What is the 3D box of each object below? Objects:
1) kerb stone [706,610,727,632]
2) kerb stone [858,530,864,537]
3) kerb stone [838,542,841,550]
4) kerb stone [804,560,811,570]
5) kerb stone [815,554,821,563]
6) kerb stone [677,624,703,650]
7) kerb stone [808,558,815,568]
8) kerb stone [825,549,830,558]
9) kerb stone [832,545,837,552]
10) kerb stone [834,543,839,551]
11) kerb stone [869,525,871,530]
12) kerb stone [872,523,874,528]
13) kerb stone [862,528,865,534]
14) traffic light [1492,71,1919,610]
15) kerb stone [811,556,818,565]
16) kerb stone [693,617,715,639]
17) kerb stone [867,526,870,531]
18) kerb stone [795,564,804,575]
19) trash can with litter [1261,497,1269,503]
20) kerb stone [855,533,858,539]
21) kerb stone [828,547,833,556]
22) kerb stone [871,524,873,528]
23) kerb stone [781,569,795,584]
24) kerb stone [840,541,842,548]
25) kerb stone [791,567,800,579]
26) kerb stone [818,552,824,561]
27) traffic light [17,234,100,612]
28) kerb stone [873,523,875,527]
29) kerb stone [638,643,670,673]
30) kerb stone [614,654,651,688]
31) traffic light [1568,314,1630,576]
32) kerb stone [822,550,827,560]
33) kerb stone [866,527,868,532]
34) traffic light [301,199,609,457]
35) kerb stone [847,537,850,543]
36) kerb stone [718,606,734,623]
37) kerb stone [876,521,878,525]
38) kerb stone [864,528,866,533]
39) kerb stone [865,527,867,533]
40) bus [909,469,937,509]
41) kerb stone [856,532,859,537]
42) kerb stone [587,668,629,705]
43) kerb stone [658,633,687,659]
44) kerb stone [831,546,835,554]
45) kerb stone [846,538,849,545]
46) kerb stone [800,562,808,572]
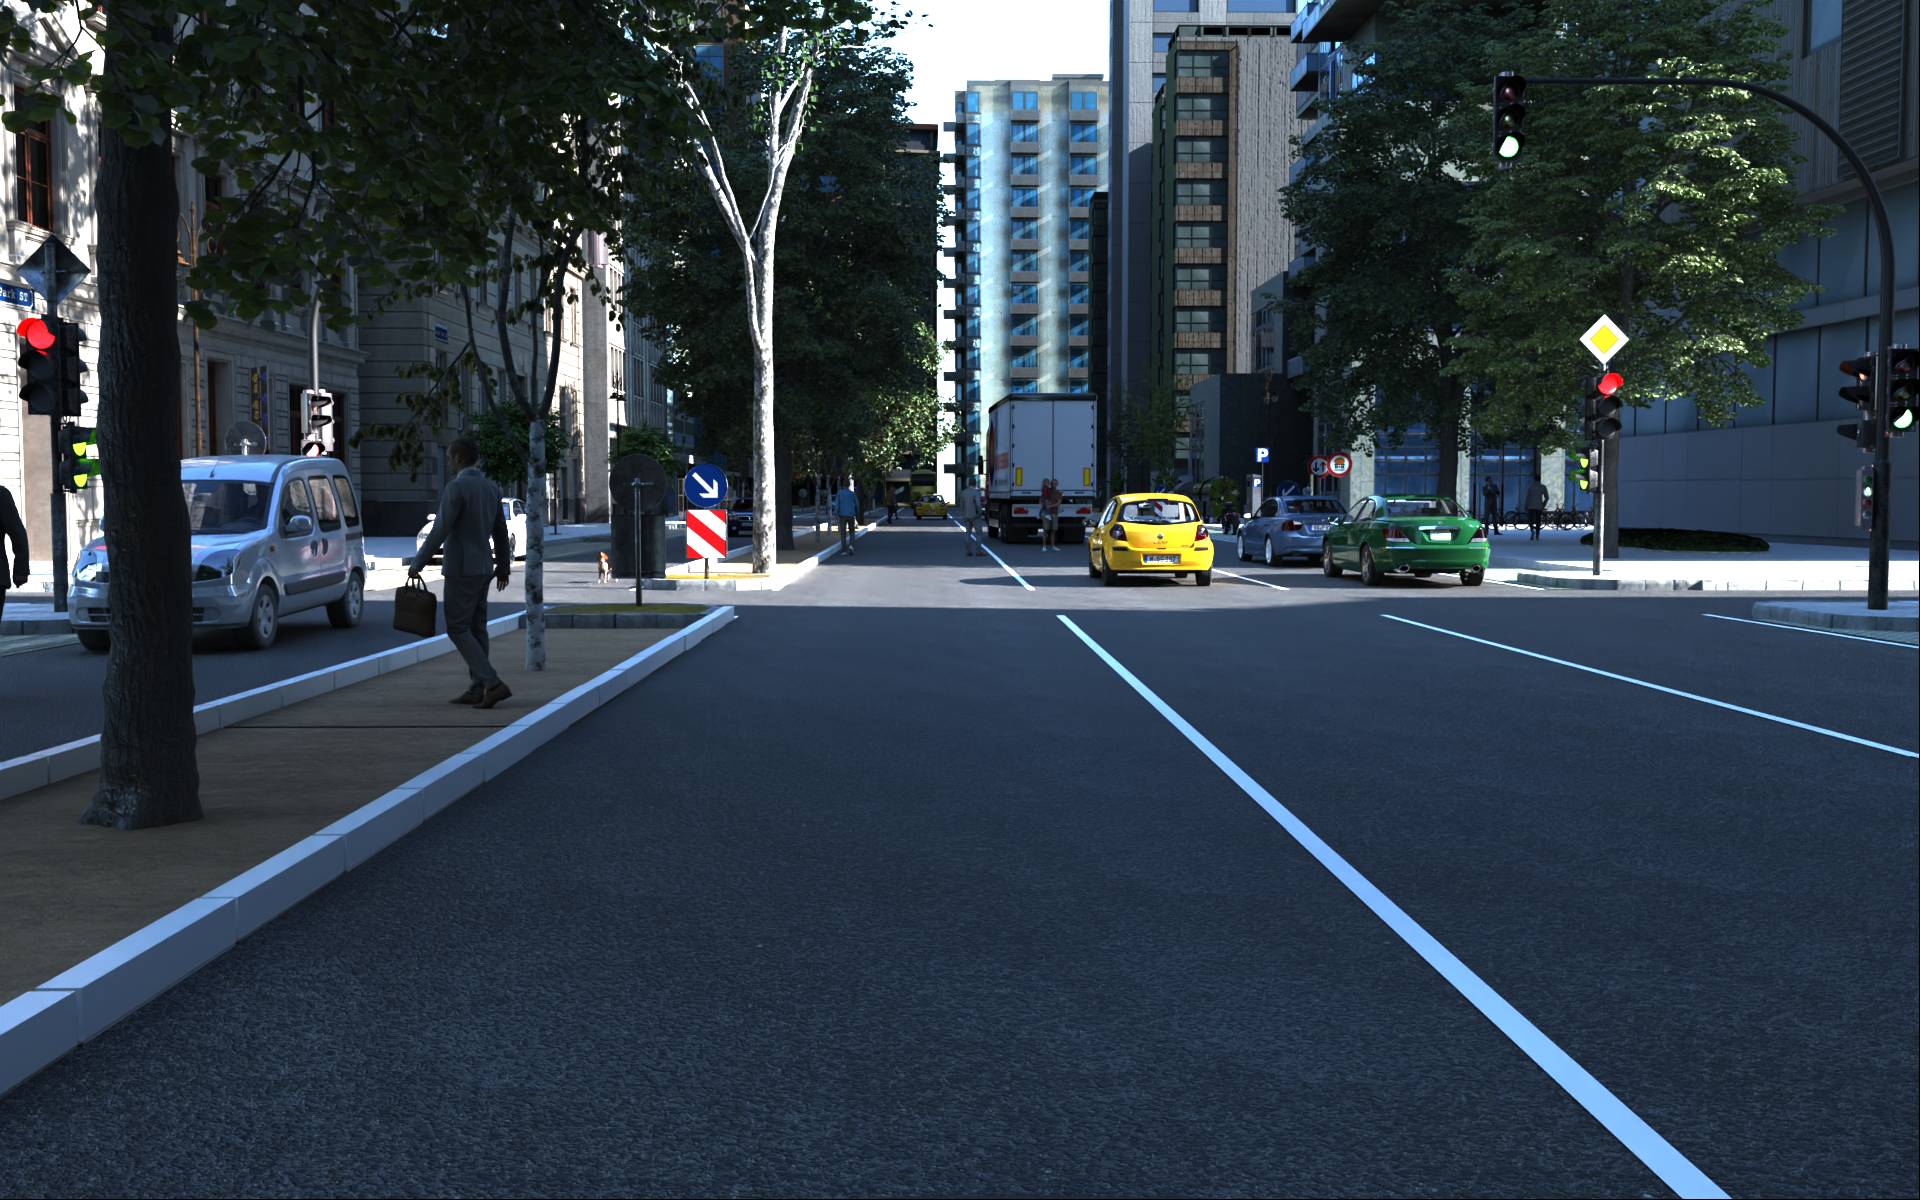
[{"bbox_3d":[-2.612,0.239,18.325,0.120,0.150,1.000,0,4,-1],"label":"kerb stone"},{"bbox_3d":[-3.429,-2.239,58.836,0.120,0.150,1.000,0,4,-1],"label":"kerb stone"},{"bbox_3d":[-3.129,-1.299,43.427,0.120,0.150,1.000,0,4,-1],"label":"kerb stone"},{"bbox_3d":[-2.900,-0.605,32.154,0.120,0.150,1.000,0,4,-1],"label":"kerb stone"},{"bbox_3d":[-2.960,-0.790,35.233,0.120,0.150,1.000,0,4,-1],"label":"kerb stone"},{"bbox_3d":[-2.567,0.364,16.279,0.120,0.150,1.000,0,4,-1],"label":"kerb stone"},{"bbox_3d":[-2.920,-0.672,33.180,0.120,0.150,1.000,0,4,-1],"label":"kerb stone"},{"bbox_3d":[-3.015,-0.981,38.299,0.120,0.150,1.000,0,4,-1],"label":"kerb stone"},{"bbox_3d":[-3.081,-1.167,41.365,0.120,0.150,1.000,0,4,-1],"label":"kerb stone"},{"bbox_3d":[-3.101,-1.233,42.398,0.120,0.150,1.000,0,4,-1],"label":"kerb stone"},{"bbox_3d":[-3.579,-2.680,66.011,0.120,0.150,1.000,0,4,-1],"label":"kerb stone"},{"bbox_3d":[-3.655,-2.930,70.103,0.120,0.150,1.000,0,4,-1],"label":"kerb stone"},{"bbox_3d":[-3.447,-2.301,59.858,0.120,0.150,1.000,0,4,-1],"label":"kerb stone"},{"bbox_3d":[8.091,-2.711,18.992,4.771,5.953,1.251,0,4,-1],"label":"traffic light"},{"bbox_3d":[-2.940,-0.730,34.209,0.120,0.150,1.000,0,4,-1],"label":"kerb stone"},{"bbox_3d":[-2.594,0.302,17.300,0.120,0.150,1.000,0,4,-1],"label":"kerb stone"},{"bbox_3d":[-3.553,-2.617,64.989,0.120,0.150,1.000,0,4,-1],"label":"kerb stone"},{"bbox_3d":[-2.856,-0.484,30.109,0.120,0.150,1.000,0,4,-1],"label":"kerb stone"},{"bbox_3d":[11.243,-3.102,62.103,0.624,1.170,1.055,-2,4,-25],"label":"trash can with litter"},{"bbox_3d":[-3.332,-1.927,53.705,0.120,0.150,1.000,0,4,-1],"label":"kerb stone"},{"bbox_3d":[-3.035,-1.047,39.321,0.120,0.150,1.000,0,4,-1],"label":"kerb stone"},{"bbox_3d":[-3.637,-2.868,69.081,0.120,0.150,1.000,0,4,-1],"label":"kerb stone"},{"bbox_3d":[-2.813,-0.359,28.063,0.120,0.150,1.000,0,4,-1],"label":"kerb stone"},{"bbox_3d":[-3.143,-1.360,44.449,0.120,0.150,1.000,0,4,-1],"label":"kerb stone"},{"bbox_3d":[-2.827,-0.422,29.087,0.120,0.150,1.000,0,4,-1],"label":"kerb stone"},{"bbox_3d":[-2.980,-0.858,36.255,0.120,0.150,1.000,0,4,-1],"label":"kerb stone"},{"bbox_3d":[-9.776,-1.825,18.760,0.839,4.253,0.868,0,4,-1],"label":"traffic light"},{"bbox_3d":[-3.679,-2.993,71.125,0.120,0.150,1.000,0,4,-1],"label":"kerb stone"},{"bbox_3d":[-2.533,0.488,14.219,0.120,0.150,1.000,0,4,-1],"label":"kerb stone"},{"bbox_3d":[-2.511,0.552,13.197,0.120,0.150,1.000,0,4,-1],"label":"kerb stone"},{"bbox_3d":[10.021,-2.339,27.158,0.839,4.253,0.868,0,4,-1],"label":"traffic light"},{"bbox_3d":[-2.998,-0.922,37.276,0.120,0.150,1.000,0,4,-1],"label":"kerb stone"},{"bbox_3d":[-3.511,-2.490,62.929,0.120,0.150,1.000,0,4,-1],"label":"kerb stone"},{"bbox_3d":[-7.846,-3.190,26.820,4.771,5.953,1.251,0,4,-1],"label":"traffic light"},{"bbox_3d":[-3.230,-1.614,48.577,0.120,0.150,1.000,0,4,-1],"label":"kerb stone"},{"bbox_3d":[-2.639,0.176,19.347,0.120,0.150,1.000,0,4,-1],"label":"kerb stone"},{"bbox_3d":[-3.762,-3.243,75.220,0.120,0.150,1.000,0,4,-1],"label":"kerb stone"},{"bbox_3d":[-3.480,-2.366,60.880,0.120,0.150,1.000,0,4,-1],"label":"kerb stone"},{"bbox_3d":[-3.486,-2.429,61.902,0.120,0.150,1.000,0,4,-1],"label":"kerb stone"},{"bbox_3d":[-3.672,-11.059,172.361,2.896,3.916,12.252,0,4,-1],"label":"bus"},{"bbox_3d":[-3.344,-1.988,54.736,0.120,0.150,1.000,0,4,-1],"label":"kerb stone"},{"bbox_3d":[-2.493,0.618,12.166,0.120,0.150,1.000,0,4,-1],"label":"kerb stone"},{"bbox_3d":[-2.559,0.427,15.253,0.120,0.150,1.000,0,4,-1],"label":"kerb stone"},{"bbox_3d":[-3.064,-1.106,40.343,0.120,0.150,1.000,0,4,-1],"label":"kerb stone"},{"bbox_3d":[-3.204,-1.549,47.542,0.120,0.150,1.000,0,4,-1],"label":"kerb stone"},{"bbox_3d":[-2.877,-0.545,31.131,0.120,0.150,1.000,0,4,-1],"label":"kerb stone"}]
